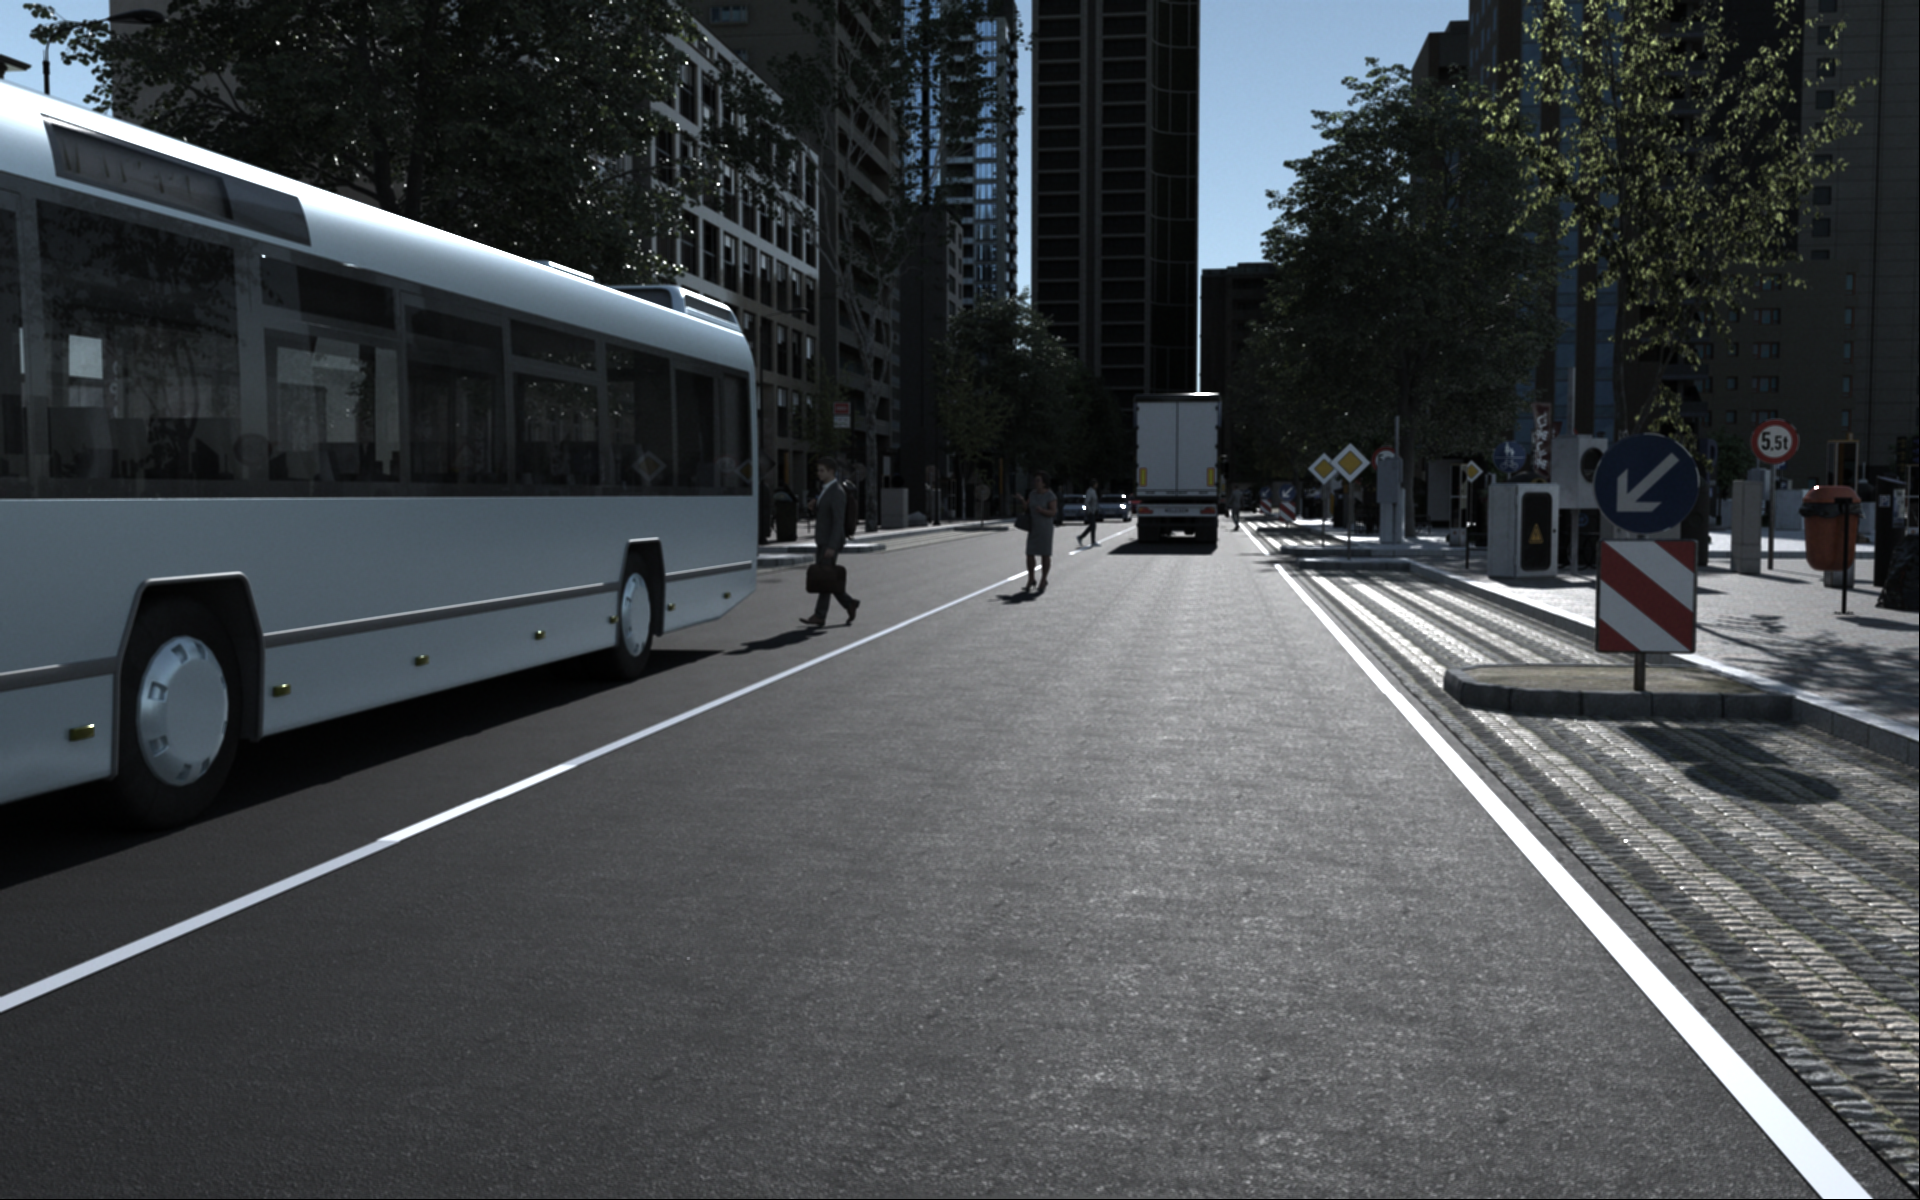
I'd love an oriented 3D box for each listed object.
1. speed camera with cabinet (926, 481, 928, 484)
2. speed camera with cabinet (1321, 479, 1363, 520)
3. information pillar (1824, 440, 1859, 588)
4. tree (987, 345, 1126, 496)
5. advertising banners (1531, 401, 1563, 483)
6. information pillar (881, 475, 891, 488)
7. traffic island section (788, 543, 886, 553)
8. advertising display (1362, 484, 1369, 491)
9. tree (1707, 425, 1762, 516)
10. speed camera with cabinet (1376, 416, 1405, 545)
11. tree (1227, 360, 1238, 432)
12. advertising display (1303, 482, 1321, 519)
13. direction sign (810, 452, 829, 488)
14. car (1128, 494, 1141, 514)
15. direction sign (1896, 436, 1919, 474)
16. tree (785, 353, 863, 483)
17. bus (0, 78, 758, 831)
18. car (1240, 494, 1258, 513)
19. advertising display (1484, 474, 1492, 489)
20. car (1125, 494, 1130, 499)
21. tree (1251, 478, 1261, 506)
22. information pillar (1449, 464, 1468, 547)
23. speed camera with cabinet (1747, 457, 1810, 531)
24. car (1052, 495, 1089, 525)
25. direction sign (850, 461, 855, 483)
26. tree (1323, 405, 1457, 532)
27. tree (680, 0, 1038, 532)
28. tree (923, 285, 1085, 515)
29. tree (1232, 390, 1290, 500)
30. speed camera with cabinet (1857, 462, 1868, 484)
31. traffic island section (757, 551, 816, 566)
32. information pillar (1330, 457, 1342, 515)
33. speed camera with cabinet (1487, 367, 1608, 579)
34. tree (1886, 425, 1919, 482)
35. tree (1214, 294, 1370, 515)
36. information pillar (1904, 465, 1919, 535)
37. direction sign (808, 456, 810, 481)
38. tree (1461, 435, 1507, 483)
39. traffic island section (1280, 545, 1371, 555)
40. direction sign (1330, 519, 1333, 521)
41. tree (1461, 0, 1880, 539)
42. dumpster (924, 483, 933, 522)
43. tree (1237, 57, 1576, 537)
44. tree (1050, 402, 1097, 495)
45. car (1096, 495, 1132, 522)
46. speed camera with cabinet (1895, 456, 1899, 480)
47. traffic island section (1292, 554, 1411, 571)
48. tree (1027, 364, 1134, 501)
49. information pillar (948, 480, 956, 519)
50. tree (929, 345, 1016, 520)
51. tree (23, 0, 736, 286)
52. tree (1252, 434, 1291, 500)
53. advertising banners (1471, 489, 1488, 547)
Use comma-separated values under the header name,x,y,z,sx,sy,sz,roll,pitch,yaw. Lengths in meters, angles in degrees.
name,x,y,z,sx,sy,sz,roll,pitch,yaw
speed camera with cabinet,-2.844,-6.299,97.324,2.038,3.252,0.660,2,4,24
speed camera with cabinet,18.814,-5.554,85.145,2.038,3.252,0.660,0,4,4
information pillar,12.046,-1.174,23.681,0.304,2.012,0.304,0,4,7
tree,5.429,-11.752,117.898,9.928,11.665,9.643,0,3,0
advertising banners,11.716,-2.264,33.208,2.074,3.025,0.090,-2,4,-24
information pillar,-2.877,-3.843,67.329,0.304,2.012,0.304,-1,4,-14
traffic island section,-3.013,-1.290,43.376,2.009,0.180,2.903,1,4,8
advertising display,22.180,-5.404,93.562,0.974,1.923,0.123,1,4,17
tree,35.556,-5.939,80.822,4.285,4.588,4.351,0,3,0
speed camera with cabinet,11.099,-3.075,44.612,0.660,3.252,2.038,1,4,19
tree,23.380,-13.028,119.670,9.857,13.997,8.962,0,3,0
advertising display,18.475,-5.240,90.884,0.974,1.923,0.123,0,4,-4
direction sign,-7.476,-6.196,93.309,0.876,3.537,0.379,-1,4,-23
car,11.689,-6.326,112.469,2.155,1.783,4.494,0,4,7
direction sign,37.153,-4.640,67.868,0.876,3.537,0.379,1,4,22
tree,-6.854,-8.533,89.880,4.737,8.622,4.395,0,3,0
bus,-4.130,-0.944,10.300,2.948,3.499,13.247,0,4,8
car,21.735,-7.486,132.179,2.009,1.686,4.222,1,4,8
advertising display,17.318,-3.159,56.857,0.123,1.923,0.974,1,4,11
car,12.614,-7.018,126.549,2.131,1.459,4.920,1,4,9
tree,32.804,-11.878,188.806,1.663,3.219,1.824,0,3,0
information pillar,12.142,-2.305,42.180,0.304,2.012,0.304,-3,5,-42
speed camera with cabinet,29.124,-4.115,61.621,0.660,3.252,2.038,-3,4,-36
car,5.375,-4.323,82.687,2.014,1.417,4.499,0,4,7
direction sign,-7.484,-7.667,117.357,0.876,3.537,0.379,2,4,35
tree,14.006,-4.608,59.052,4.285,4.588,4.351,0,3,0
tree,-4.363,-12.332,57.515,12.611,20.169,13.585,0,3,0
tree,2.668,-12.135,105.065,9.857,13.997,8.962,0,3,0
tree,32.008,-16.073,180.918,7.486,12.596,7.792,0,3,0
speed camera with cabinet,55.815,-6.961,108.156,0.660,3.252,2.038,0,4,-3
traffic island section,-4.168,-0.807,35.474,2.009,0.180,2.903,1,4,8
information pillar,14.673,-4.655,67.458,0.504,3.616,0.183,-1,4,-19
speed camera with cabinet,9.049,-1.975,26.622,2.038,3.252,0.660,-2,4,-30
tree,40.214,-5.361,71.366,4.285,4.588,4.351,0,3,0
tree,20.604,-11.965,106.003,12.009,13.543,11.850,0,3,0
information pillar,23.805,-2.372,43.273,0.304,2.012,0.304,1,4,16
direction sign,-8.619,-6.802,103.208,0.876,3.537,0.379,1,4,21
tree,26.159,-6.324,87.114,4.285,4.588,4.351,0,3,0
traffic island section,8.753,-1.185,41.658,2.009,0.180,2.903,1,4,8
direction sign,17.742,-5.506,82.024,0.876,3.537,0.379,0,4,-5
tree,8.048,-4.269,20.154,4.360,8.622,3.978,0,3,0
dumpster,-1.983,-4.428,78.149,1.264,1.857,1.865,1,4,8
tree,13.466,-8.866,51.609,9.857,13.997,8.962,0,3,0
tree,8.344,-11.308,135.255,4.737,8.622,4.395,0,3,0
car,7.999,-4.790,90.324,2.014,1.417,4.499,1,4,9
speed camera with cabinet,48.407,-5.849,89.973,0.660,3.252,2.038,2,4,31
traffic island section,7.599,-0.702,33.757,2.009,0.180,2.903,1,4,8
tree,10.471,-14.308,150.949,9.611,12.733,9.660,0,3,0
information pillar,-0.429,-5.193,89.400,0.304,2.012,0.304,-3,5,-42
tree,0.317,-8.232,84.959,4.737,8.622,4.395,0,3,0
tree,-8.334,-7.315,26.261,9.857,13.997,8.962,0,3,0
tree,29.022,-12.932,161.803,4.737,8.622,4.395,0,3,0
advertising banners,13.425,-2.787,41.758,2.074,3.025,0.090,0,4,6
